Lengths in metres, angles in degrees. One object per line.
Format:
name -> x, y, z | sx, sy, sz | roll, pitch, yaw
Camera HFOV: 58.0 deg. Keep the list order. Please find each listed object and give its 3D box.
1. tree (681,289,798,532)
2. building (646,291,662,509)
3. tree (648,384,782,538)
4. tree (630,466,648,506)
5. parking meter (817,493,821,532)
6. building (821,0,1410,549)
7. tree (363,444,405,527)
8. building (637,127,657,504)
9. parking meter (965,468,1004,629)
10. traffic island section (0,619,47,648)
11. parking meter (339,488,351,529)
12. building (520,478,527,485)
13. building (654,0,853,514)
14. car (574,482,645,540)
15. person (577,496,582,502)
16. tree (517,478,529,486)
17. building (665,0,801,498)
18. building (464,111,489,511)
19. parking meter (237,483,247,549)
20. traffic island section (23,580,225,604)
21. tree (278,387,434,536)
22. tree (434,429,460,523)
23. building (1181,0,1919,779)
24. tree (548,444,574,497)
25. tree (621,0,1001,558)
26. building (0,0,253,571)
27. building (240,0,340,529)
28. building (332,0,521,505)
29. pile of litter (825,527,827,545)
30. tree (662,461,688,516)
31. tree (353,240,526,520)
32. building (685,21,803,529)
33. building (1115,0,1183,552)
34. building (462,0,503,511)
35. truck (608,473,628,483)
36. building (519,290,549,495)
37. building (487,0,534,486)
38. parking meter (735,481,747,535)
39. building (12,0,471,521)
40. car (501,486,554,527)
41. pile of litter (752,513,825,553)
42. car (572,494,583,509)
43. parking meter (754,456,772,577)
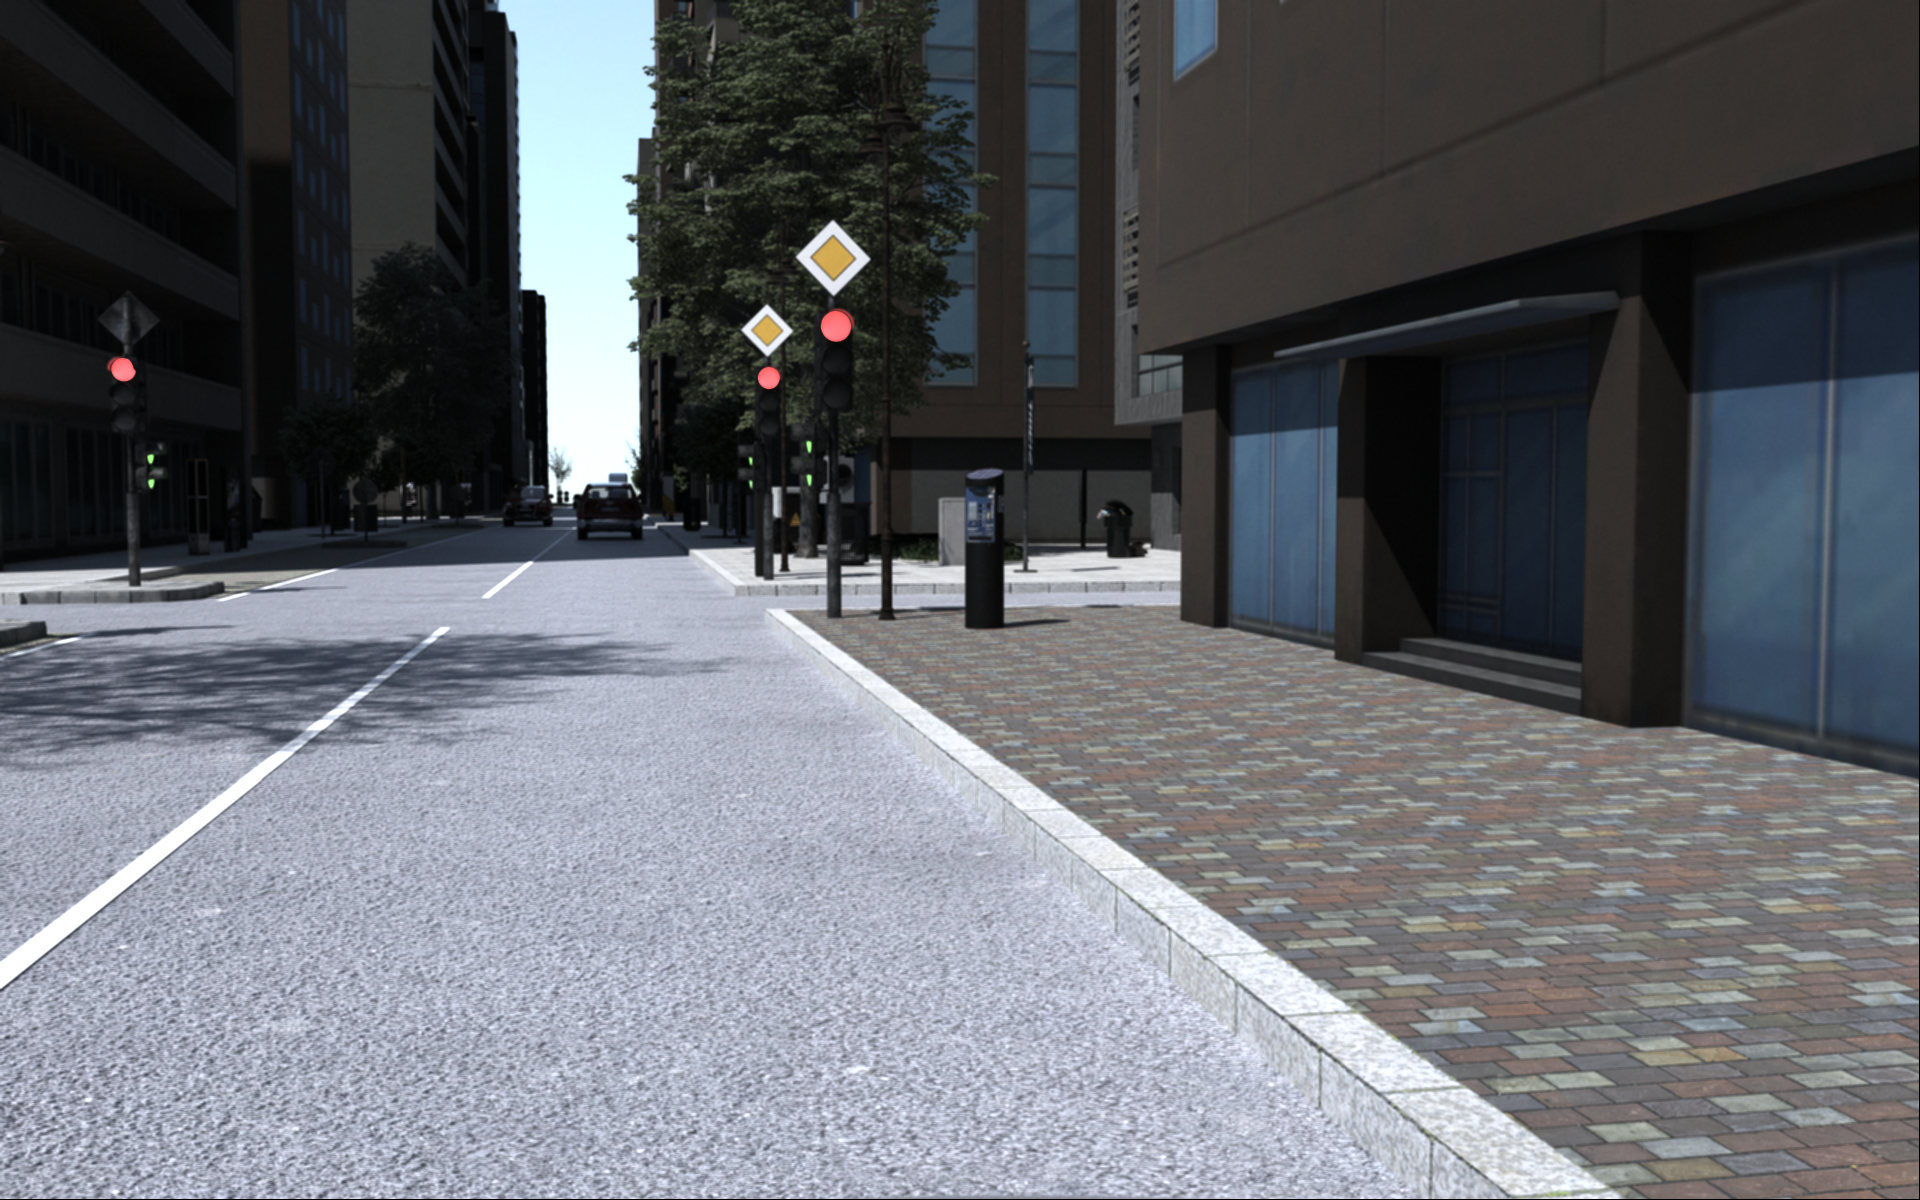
tree -> -7.666, -6.644, 58.997 | 4.737, 8.622, 4.395 | 0, 3, 0
building -> -14.966, -19.385, 161.986 | 27.650, 21.520, 28.899 | -1, 4, -11
tree -> -6.872, -4.123, 51.117 | 4.285, 4.588, 4.351 | 0, 3, 0
tree -> -34.477, -12.584, 189.463 | 4.285, 4.588, 4.351 | 0, 3, 0
parking meter -> -4.020, -2.413, 47.861 | 0.372, 1.533, 0.369 | 0, 3, 0
building -> 3.038, -24.448, 49.835 | 14.600, 45.320, 14.200 | -1, 4, -11
tree -> -22.263, -4.444, 67.254 | 1.663, 3.219, 1.824 | 0, 3, 0
building -> -31.100, -36.870, 226.531 | 21.300, 48.544, 21.600 | -1, 4, -11
parking meter -> 0.236, -0.499, 16.576 | 0.372, 1.533, 0.369 | 0, 3, 0
traffic island section -> -9.958, 0.367, 16.276 | 2.009, 0.180, 2.903 | -1, 4, -11
parking meter -> -22.696, -3.393, 63.887 | 0.372, 1.533, 0.369 | 0, 3, 0
building -> -64.421, -30.415, 189.167 | 32.217, 40.220, 23.993 | -1, 4, -11
building -> -17.038, -29.845, 138.079 | 14.600, 45.320, 14.200 | -1, 4, -11
car -> -11.362, -2.903, 56.139 | 2.281, 1.827, 5.304 | -1, 4, -12
person -> -23.823, -6.248, 110.660 | 1.348, 1.822, 0.705 | -1, 4, -10
tree -> -44.104, -10.923, 173.199 | 1.663, 3.219, 1.824 | 0, 3, 0
building -> -8.561, -28.319, 117.635 | 22.147, 44.769, 28.867 | -1, 4, -11
building -> -41.837, -21.572, 124.396 | 14.160, 30.474, 14.107 | -1, 4, -11
parking meter -> -17.035, -1.985, 40.870 | 0.372, 1.533, 0.369 | 0, 3, 0
traffic island section -> -11.504, -0.112, 24.110 | 2.009, 0.180, 2.903 | -1, 4, -11
tree -> -19.370, -4.251, 53.215 | 4.285, 4.588, 4.351 | 0, 3, 0
tree -> -24.293, -5.764, 77.962 | 4.285, 4.588, 4.351 | 0, 3, 0
building -> 9.956, -22.065, 10.866 | 14.600, 45.320, 14.200 | -1, 4, -11
tree -> -58.673, -18.560, 253.812 | 4.360, 8.622, 3.978 | 0, 3, 0
tree -> -3.097, -7.147, 34.976 | 7.486, 12.596, 7.792 | 0, 3, 0
building -> -28.242, -25.140, 34.744 | 21.300, 48.544, 21.600 | -1, 4, -11
building -> -32.276, -25.533, 67.574 | 14.600, 45.320, 14.200 | -1, 4, -11
building -> -47.866, -31.075, 158.181 | 14.600, 45.320, 14.200 | -1, 4, -11
pile of litter -> -3.853, -1.820, 43.721 | 1.719, 0.858, 1.176 | -1, 4, -15
tree -> -16.731, -6.508, 101.008 | 1.663, 3.219, 1.824 | 0, 3, 0
tree -> -26.630, -11.029, 86.973 | 9.857, 13.997, 8.962 | 0, 3, 0
building -> 1.847, -14.394, 80.388 | 27.650, 21.520, 28.899 | -1, 4, -11
building -> 11.662, -21.425, 33.900 | 14.086, 41.232, 14.154 | -1, 4, -11
building -> -48.254, -42.893, 139.551 | 20.563, 71.187, 20.611 | -1, 4, -11
truck -> -42.423, -13.759, 214.725 | 2.967, 4.110, 18.799 | -1, 4, -11
building -> -64.713, -28.662, 240.323 | 14.160, 30.474, 14.107 | -1, 4, -11
building -> -64.880, -55.227, 215.636 | 22.319, 86.520, 31.000 | -1, 4, -11
parking meter -> -6.794, -2.936, 53.712 | 0.255, 1.863, 0.399 | -2, 4, -24
building -> -41.976, -29.441, 105.067 | 21.300, 48.544, 21.600 | -1, 4, -11
car -> -19.474, -4.249, 78.140 | 2.281, 1.827, 5.304 | -1, 4, -11
pile of litter -> -3.936, -1.487, 38.277 | 1.176, 0.858, 1.719 | -2, 4, -30
car -> -35.539, -9.378, 163.123 | 2.009, 1.686, 4.222 | -1, 4, -11
parking meter -> -3.064, -1.301, 26.989 | 0.255, 1.863, 0.399 | -1, 4, -10
